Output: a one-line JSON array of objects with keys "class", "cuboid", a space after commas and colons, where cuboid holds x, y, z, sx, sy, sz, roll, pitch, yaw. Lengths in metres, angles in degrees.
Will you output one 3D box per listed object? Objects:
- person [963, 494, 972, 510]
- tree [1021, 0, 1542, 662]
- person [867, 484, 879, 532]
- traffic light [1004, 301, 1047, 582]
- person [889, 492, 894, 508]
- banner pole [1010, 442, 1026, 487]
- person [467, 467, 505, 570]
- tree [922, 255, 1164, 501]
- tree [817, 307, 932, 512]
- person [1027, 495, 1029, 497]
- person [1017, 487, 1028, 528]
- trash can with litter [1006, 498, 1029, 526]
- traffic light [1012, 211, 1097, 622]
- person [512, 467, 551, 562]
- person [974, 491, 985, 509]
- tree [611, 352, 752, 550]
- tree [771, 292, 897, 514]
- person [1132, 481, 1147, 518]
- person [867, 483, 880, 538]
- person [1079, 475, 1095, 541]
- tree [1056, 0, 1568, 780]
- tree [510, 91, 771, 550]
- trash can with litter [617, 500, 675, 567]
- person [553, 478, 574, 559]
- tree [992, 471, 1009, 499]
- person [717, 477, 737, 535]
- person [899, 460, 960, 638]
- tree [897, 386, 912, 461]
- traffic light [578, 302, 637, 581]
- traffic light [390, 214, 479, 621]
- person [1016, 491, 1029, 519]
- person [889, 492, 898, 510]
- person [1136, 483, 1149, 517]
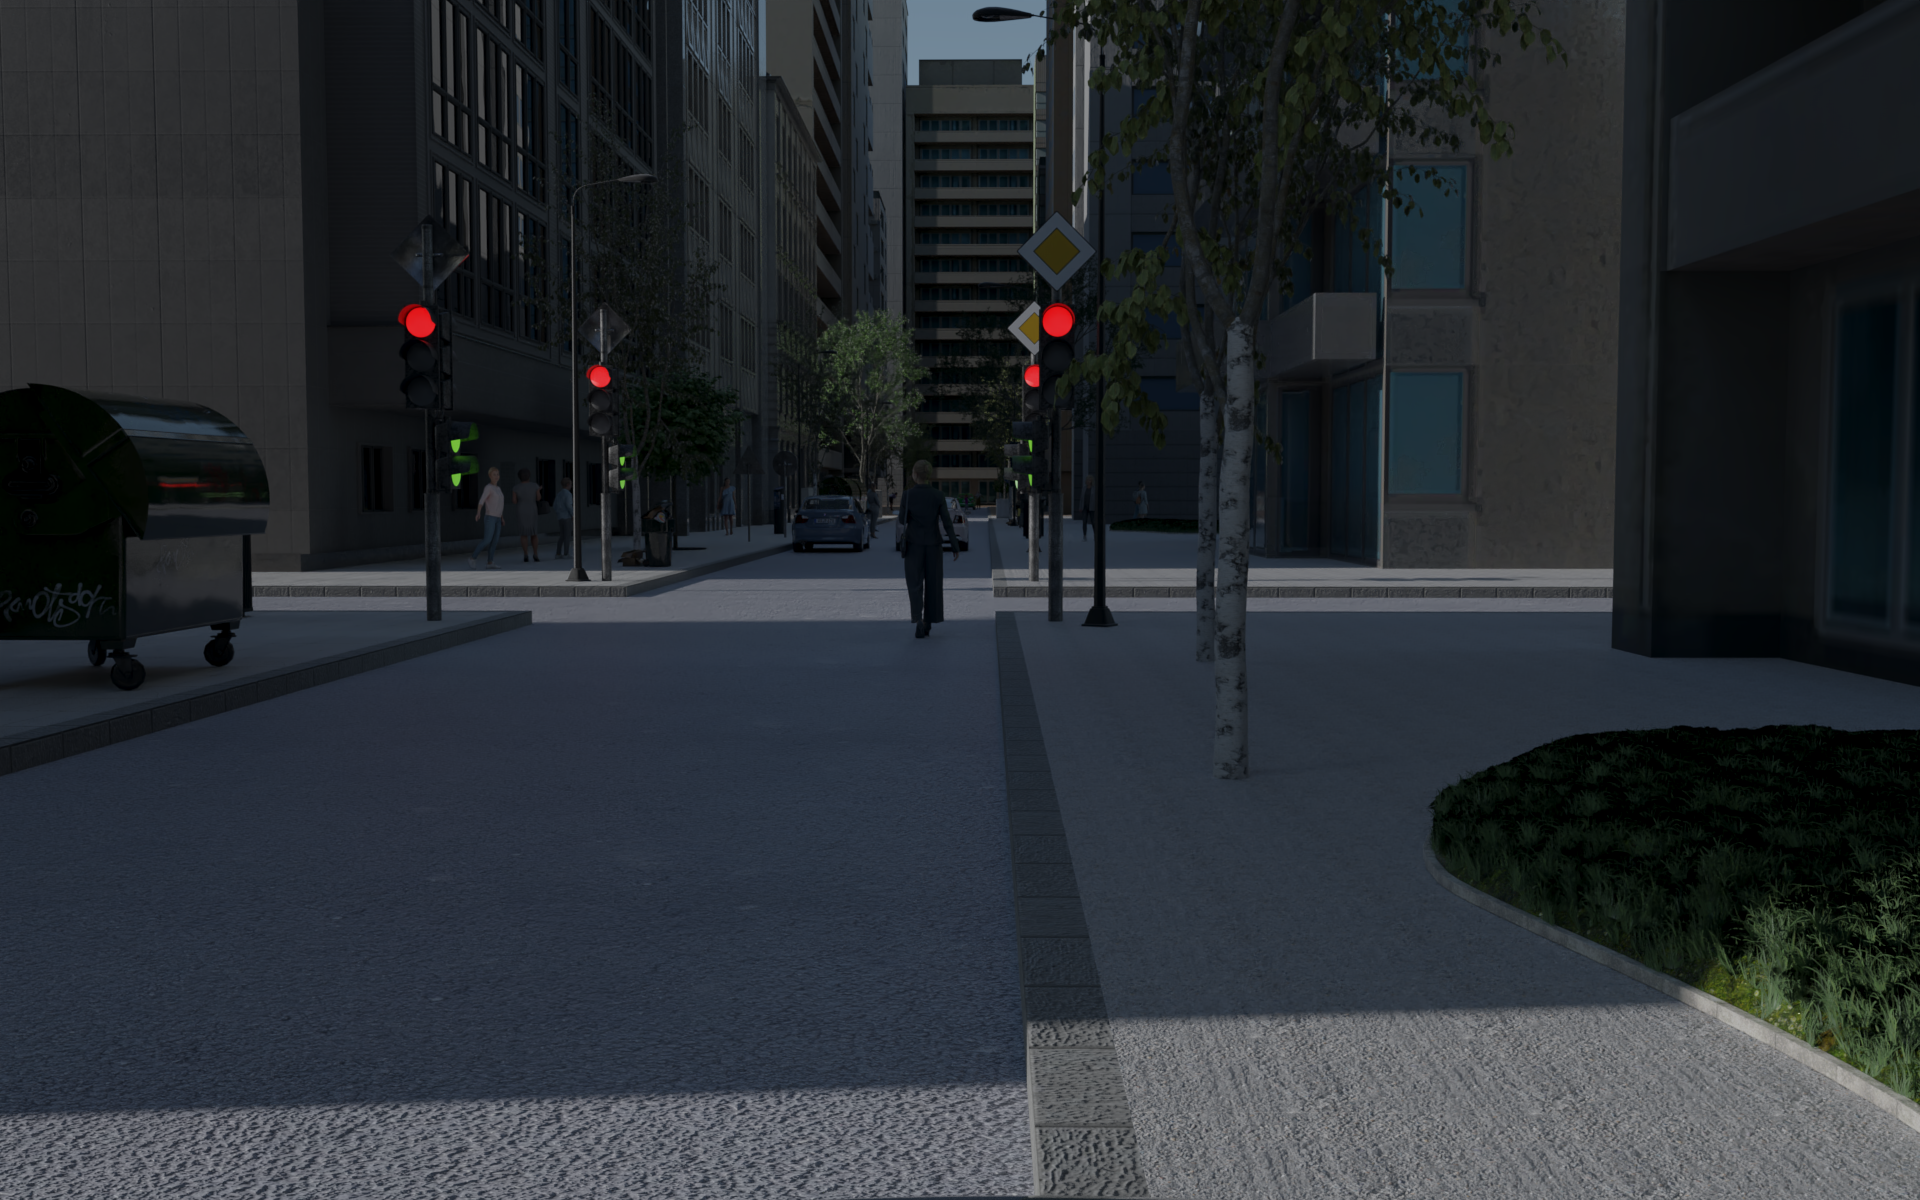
[{"class": "person", "cuboid": [0.489, -6.513, 118.208, 0.599, 1.433, 0.991, -2, 4, -34]}, {"class": "tree", "cuboid": [2.131, -3.835, 13.072, 4.360, 8.622, 3.978, 0, 3, 0]}, {"class": "person", "cuboid": [-3.454, -3.524, 65.987, 0.748, 1.841, 0.638, 0, 4, 5]}, {"class": "traffic light", "cuboid": [1.067, -2.228, 25.353, 0.839, 4.253, 0.868, 0, 4, 1]}, {"class": "person", "cuboid": [-6.018, -8.779, 152.765, 0.628, 1.438, 0.799, 0, 4, -8]}, {"class": "banner pole", "cuboid": [2.494, -5.080, 73.070, 0.863, 3.779, 0.401, 0, 4, -5]}, {"class": "person", "cuboid": [-8.104, -1.392, 29.479, 0.598, 1.740, 0.731, 0, 4, 1]}, {"class": "tree", "cuboid": [2.856, -7.854, 62.819, 8.767, 10.594, 7.601, -1, 4, -13]}, {"class": "tree", "cuboid": [-5.338, -10.422, 96.162, 9.928, 11.665, 9.643, 0, 3, 0]}, {"class": "person", "cuboid": [4.099, -6.304, 109.896, 0.721, 1.735, 1.217, 3, 5, 45]}, {"class": "person", "cuboid": [2.410, -3.622, 65.478, 0.699, 1.804, 1.509, 1, 4, 12]}, {"class": "trash can with litter", "cuboid": [2.410, -3.614, 70.478, 1.055, 1.170, 0.624, -3, 5, -40]}, {"class": "traffic light", "cuboid": [0.946, -1.740, 17.369, 0.839, 4.253, 0.868, 0, 4, 1]}, {"class": "person", "cuboid": [-8.100, -1.612, 32.754, 0.716, 1.782, 0.532, -1, 4, -15]}, {"class": "person", "cuboid": [1.706, -9.296, 161.226, 1.217, 1.736, 0.721, 1, 4, 13]}, {"class": "tree", "cuboid": [-6.507, -3.441, 39.979, 4.285, 4.588, 4.351, 0, 3, 0]}, {"class": "tree", "cuboid": [-5.182, -6.964, 64.220, 4.360, 8.622, 3.978, 0, 3, 0]}, {"class": "person", "cuboid": [7.310, -3.940, 70.442, 0.713, 1.824, 0.794, 0, 4, 4]}, {"class": "person", "cuboid": [-2.734, -2.885, 55.946, 0.520, 1.790, 0.573, 2, 4, 32]}, {"class": "person", "cuboid": [3.594, -2.493, 46.993, 0.709, 1.800, 0.728, 2, 4, 28]}, {"class": "tree", "cuboid": [1.406, -3.510, 7.756, 4.737, 8.622, 4.395, 0, 3, 0]}, {"class": "tree", "cuboid": [-6.059, -4.988, 31.910, 4.360, 8.622, 3.978, 0, 3, 0]}, {"class": "trash can with litter", "cuboid": [-5.556, -1.173, 30.560, 1.055, 1.170, 0.624, 1, 4, 20]}, {"class": "person", "cuboid": [-7.766, -1.607, 34.127, 0.330, 1.601, 0.589, -3, 4, -38]}, {"class": "tree", "cuboid": [3.664, -9.688, 152.997, 1.663, 3.219, 1.824, 0, 3, 0]}, {"class": "person", "cuboid": [-7.236, -2.911, 53.740, 0.616, 1.811, 0.778, 0, 4, -1]}, {"class": "person", "cuboid": [-0.331, -0.515, 17.348, 0.576, 1.772, 0.534, -2, 4, -28]}, {"class": "tree", "cuboid": [-5.183, -9.391, 103.913, 4.360, 8.622, 3.978, 0, 3, 0]}, {"class": "traffic light", "cuboid": [-5.194, -2.233, 25.432, 0.839, 4.253, 0.868, 0, 4, 1]}, {"class": "traffic light", "cuboid": [-5.315, -1.745, 17.448, 0.839, 4.253, 0.868, 0, 4, 1]}, {"class": "person", "cuboid": [3.057, -4.727, 83.297, 0.822, 1.834, 0.622, -1, 4, -9]}, {"class": "person", "cuboid": [-5.236, -7.739, 135.802, 0.697, 1.427, 0.421, -1, 4, -17]}, {"class": "person", "cuboid": [6.741, -3.491, 64.132, 0.522, 1.701, 0.512, -3, 5, -40]}]
